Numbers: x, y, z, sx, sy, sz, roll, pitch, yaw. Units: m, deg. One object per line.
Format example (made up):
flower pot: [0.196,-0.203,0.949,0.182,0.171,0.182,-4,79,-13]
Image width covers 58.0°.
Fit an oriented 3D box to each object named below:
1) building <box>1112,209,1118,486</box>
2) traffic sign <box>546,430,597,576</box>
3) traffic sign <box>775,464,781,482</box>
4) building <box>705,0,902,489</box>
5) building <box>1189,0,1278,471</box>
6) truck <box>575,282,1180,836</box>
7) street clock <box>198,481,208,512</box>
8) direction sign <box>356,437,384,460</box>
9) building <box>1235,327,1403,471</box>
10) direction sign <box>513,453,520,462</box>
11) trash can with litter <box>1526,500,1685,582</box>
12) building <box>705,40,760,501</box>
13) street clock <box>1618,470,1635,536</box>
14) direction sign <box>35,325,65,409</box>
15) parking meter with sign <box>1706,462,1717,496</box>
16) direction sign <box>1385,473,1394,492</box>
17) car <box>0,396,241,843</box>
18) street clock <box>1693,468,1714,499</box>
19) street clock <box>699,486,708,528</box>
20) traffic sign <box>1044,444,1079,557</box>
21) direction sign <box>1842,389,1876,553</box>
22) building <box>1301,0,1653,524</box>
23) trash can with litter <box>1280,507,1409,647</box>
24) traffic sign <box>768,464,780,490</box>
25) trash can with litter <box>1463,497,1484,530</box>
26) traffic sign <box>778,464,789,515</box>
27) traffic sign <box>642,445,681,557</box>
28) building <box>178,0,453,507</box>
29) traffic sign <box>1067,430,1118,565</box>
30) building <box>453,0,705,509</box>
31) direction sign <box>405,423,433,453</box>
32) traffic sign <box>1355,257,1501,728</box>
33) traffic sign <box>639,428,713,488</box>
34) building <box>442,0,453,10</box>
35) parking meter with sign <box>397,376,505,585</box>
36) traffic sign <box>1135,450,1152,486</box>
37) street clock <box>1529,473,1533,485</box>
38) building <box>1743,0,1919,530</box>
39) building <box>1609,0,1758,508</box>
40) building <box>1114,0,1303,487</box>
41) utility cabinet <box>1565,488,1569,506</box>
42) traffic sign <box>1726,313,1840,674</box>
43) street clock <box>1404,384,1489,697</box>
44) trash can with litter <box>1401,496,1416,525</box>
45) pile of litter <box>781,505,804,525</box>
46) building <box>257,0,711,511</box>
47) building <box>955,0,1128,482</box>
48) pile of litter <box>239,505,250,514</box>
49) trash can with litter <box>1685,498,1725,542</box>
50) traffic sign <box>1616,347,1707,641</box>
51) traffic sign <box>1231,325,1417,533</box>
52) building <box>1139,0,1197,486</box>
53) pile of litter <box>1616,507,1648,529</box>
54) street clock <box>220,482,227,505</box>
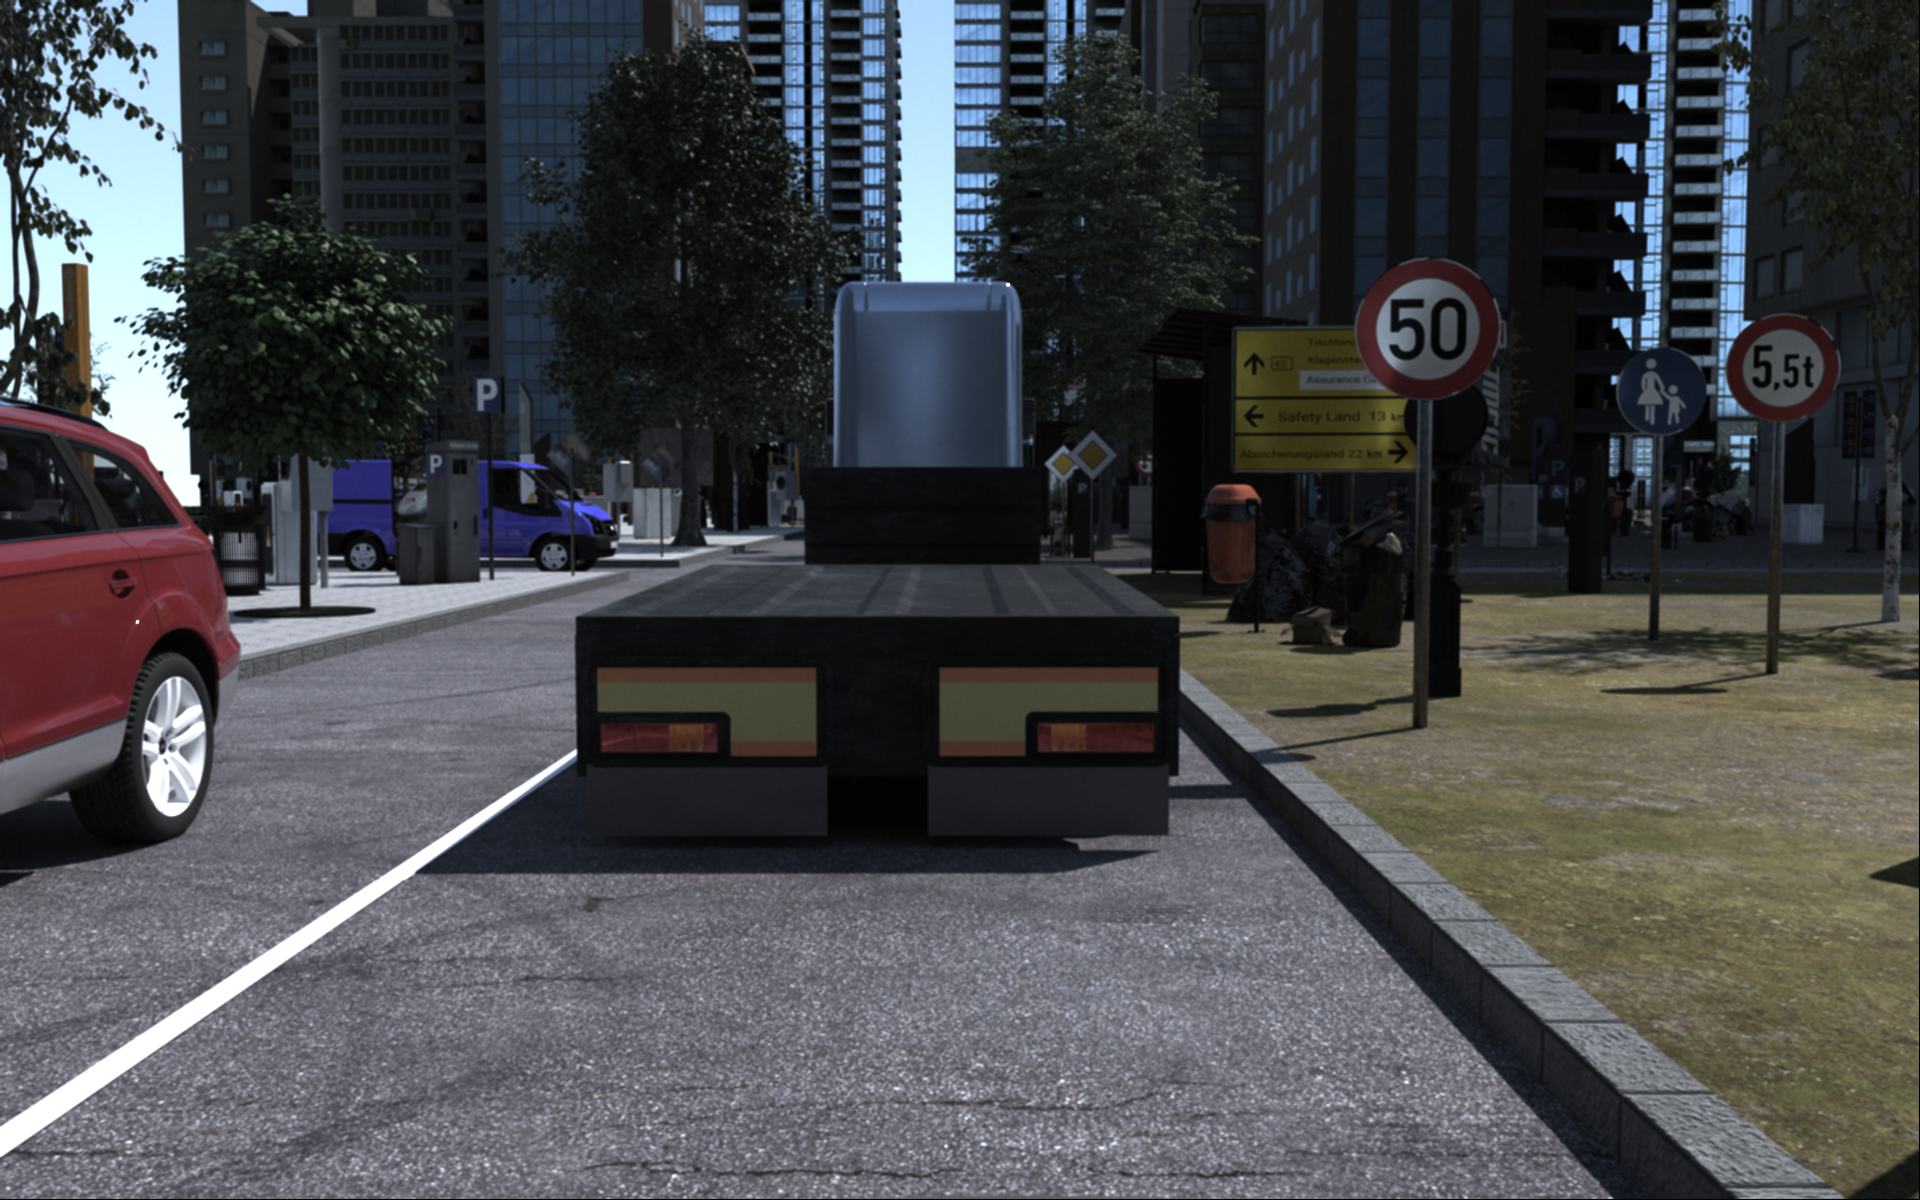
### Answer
building: [21.640,-24.223,167.740,14.160,30.474,14.107,0,4,0]
traffic sign: [-6.074,-1.437,27.131,0.795,2.450,0.064,0,4,0]
traffic sign: [-7.743,-4.567,74.673,0.884,2.594,0.081,0,4,6]
building: [-20.295,-55.166,214.633,31.000,86.520,22.319,0,4,0]
building: [20.359,-20.262,102.992,14.160,30.474,14.107,0,4,0]
truck: [-0.378,-1.617,16.196,2.967,4.110,18.799,0,4,0]
street clock: [-41.160,-5.482,94.202,0.471,2.002,0.358,0,4,-5]
direction sign: [-19.658,-4.023,57.777,0.876,3.537,0.379,0,4,-8]
building: [41.752,-36.506,216.479,30.456,49.044,23.786,0,4,0]
direction sign: [-24.267,-6.290,94.837,0.379,3.537,0.876,1,4,15]
trash can with litter: [9.754,-0.909,25.916,1.678,1.210,2.233,-2,4,-28]
building: [-32.479,-31.145,163.837,28.867,44.769,22.147,0,4,0]
street clock: [20.205,-2.937,52.590,0.358,2.002,0.471,-1,4,-23]
direction sign: [-12.218,-1.922,23.416,0.876,3.537,0.379,3,4,36]
parking meter with sign: [40.327,-5.909,92.865,0.543,3.016,1.738,1,4,21]
direction sign: [17.452,-4.793,70.359,0.379,3.537,0.876,2,4,35]
car: [-4.257,0.183,5.676,2.281,1.827,5.304,0,4,0]
street clock: [20.360,-2.615,47.332,0.358,2.002,0.471,0,4,-1]
street clock: [-9.766,-3.751,65.906,0.471,2.002,0.358,3,5,44]
traffic sign: [2.091,-1.922,35.075,0.795,2.450,0.064,0,4,0]
direction sign: [19.667,-2.810,37.948,0.379,3.537,0.876,-1,4,-16]
building: [22.305,-26.319,80.422,14.600,45.320,14.200,0,4,0]
trash can with litter: [3.257,-0.202,14.682,1.055,1.170,0.624,2,4,26]
traffic sign: [-7.971,-4.475,73.279,0.768,2.556,0.104,0,4,7]
trash can with litter: [18.695,-3.128,62.538,1.055,1.170,0.624,-3,5,-40]
traffic sign: [-7.597,-4.535,74.249,0.768,2.556,0.104,0,4,6]
traffic sign: [-6.053,-1.925,35.116,0.795,2.450,0.064,0,4,0]
building: [-58.456,-33.061,164.245,21.600,48.544,21.300,0,4,0]
traffic sign: [2.070,-1.434,27.090,0.795,2.450,0.064,0,4,0]
building: [-25.214,-28.614,117.948,14.600,45.320,14.200,0,4,0]
direction sign: [-17.136,-3.848,54.910,0.876,3.537,0.379,-3,4,-37]
traffic sign: [2.527,-0.571,9.437,0.768,2.556,0.104,1,4,8]
traffic sign: [-8.698,-3.623,53.114,2.265,3.308,0.079,0,4,1]
building: [-65.824,-55.169,214.681,31.000,86.520,22.319,0,4,0]
parking meter with sign: [-7.361,-1.760,25.034,0.543,3.016,1.738,2,4,27]
traffic sign: [5.442,-3.059,50.121,0.768,2.556,0.104,0,4,3]
street clock: [19.775,-3.379,59.815,0.358,2.002,0.471,1,4,23]
building: [46.300,-28.755,59.386,27.495,52.752,28.713,0,4,0]
building: [62.847,-51.929,161.709,31.000,86.520,22.319,0,4,0]
building: [21.235,-30.768,153.161,14.600,45.320,14.200,0,4,0]
utility cabinet: [20.402,-3.096,59.304,1.173,1.500,0.318,0,4,-6]
traffic sign: [5.812,-0.747,12.318,0.768,2.556,0.104,0,4,7]
street clock: [3.069,-0.393,10.989,0.471,2.002,0.358,0,4,-7]
trash can with litter: [12.949,-2.465,51.361,2.233,1.210,1.678,0,4,7]
pile of litter: [-6.813,-3.524,71.585,1.719,0.858,1.176,-1,4,-12]
building: [-34.760,-27.239,137.238,32.217,40.220,23.993,0,4,0]
building: [11.021,-55.127,214.002,31.000,86.520,22.319,0,4,0]
pile of litter: [-28.945,-3.389,69.369,1.176,0.858,1.719,0,4,-1]
trash can with litter: [19.916,-2.131,46.234,1.055,1.170,0.624,-2,4,-35]
traffic sign: [6.087,-0.918,15.121,0.768,2.556,0.104,0,4,4]
traffic sign: [4.427,-1.659,20.992,2.265,3.308,0.079,0,4,6]
building: [24.277,-36.041,131.262,21.231,58.520,28.212,0,4,0]
pile of litter: [25.167,-3.103,64.692,1.719,0.858,1.176,-2,4,-35]
street clock: [-42.785,-5.877,100.659,0.471,2.002,0.358,3,5,44]
